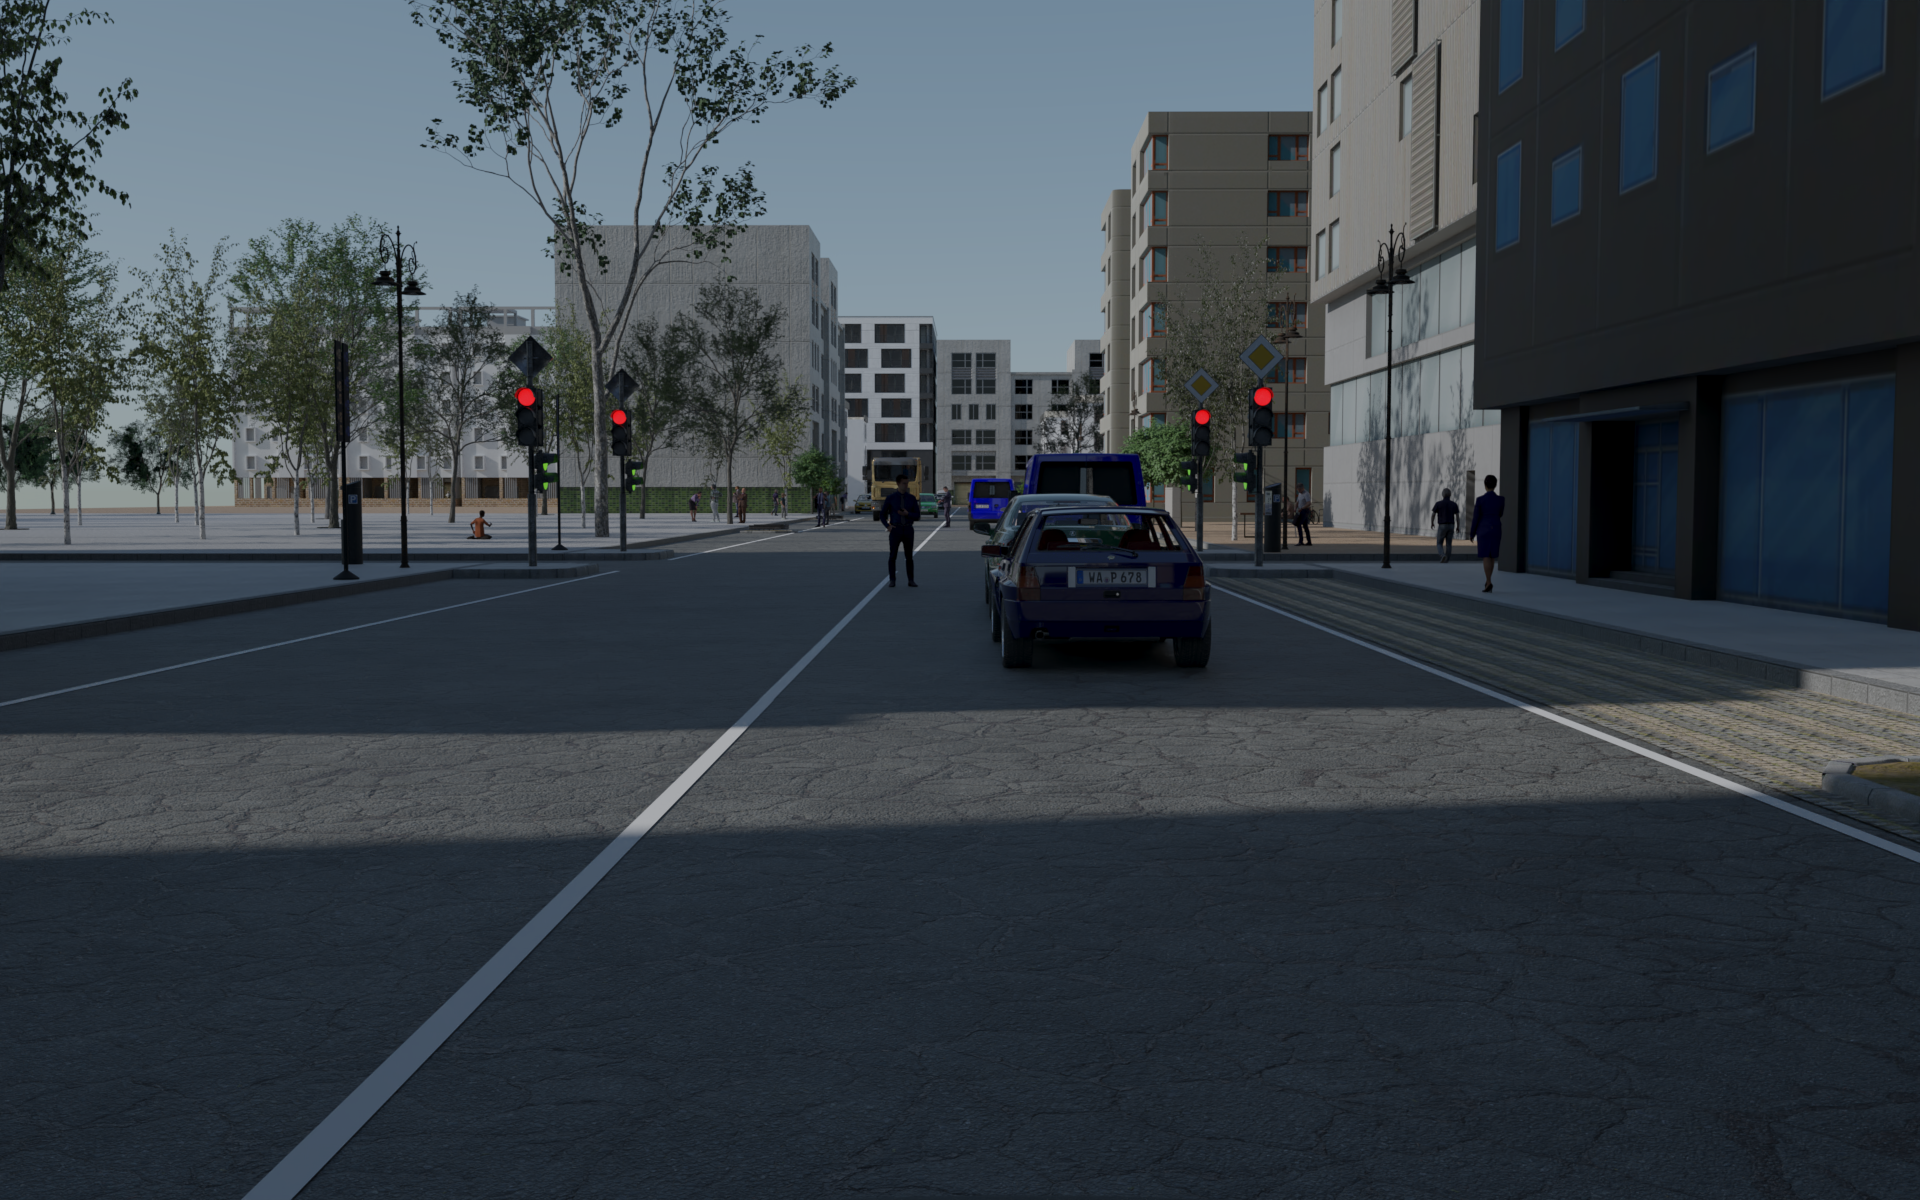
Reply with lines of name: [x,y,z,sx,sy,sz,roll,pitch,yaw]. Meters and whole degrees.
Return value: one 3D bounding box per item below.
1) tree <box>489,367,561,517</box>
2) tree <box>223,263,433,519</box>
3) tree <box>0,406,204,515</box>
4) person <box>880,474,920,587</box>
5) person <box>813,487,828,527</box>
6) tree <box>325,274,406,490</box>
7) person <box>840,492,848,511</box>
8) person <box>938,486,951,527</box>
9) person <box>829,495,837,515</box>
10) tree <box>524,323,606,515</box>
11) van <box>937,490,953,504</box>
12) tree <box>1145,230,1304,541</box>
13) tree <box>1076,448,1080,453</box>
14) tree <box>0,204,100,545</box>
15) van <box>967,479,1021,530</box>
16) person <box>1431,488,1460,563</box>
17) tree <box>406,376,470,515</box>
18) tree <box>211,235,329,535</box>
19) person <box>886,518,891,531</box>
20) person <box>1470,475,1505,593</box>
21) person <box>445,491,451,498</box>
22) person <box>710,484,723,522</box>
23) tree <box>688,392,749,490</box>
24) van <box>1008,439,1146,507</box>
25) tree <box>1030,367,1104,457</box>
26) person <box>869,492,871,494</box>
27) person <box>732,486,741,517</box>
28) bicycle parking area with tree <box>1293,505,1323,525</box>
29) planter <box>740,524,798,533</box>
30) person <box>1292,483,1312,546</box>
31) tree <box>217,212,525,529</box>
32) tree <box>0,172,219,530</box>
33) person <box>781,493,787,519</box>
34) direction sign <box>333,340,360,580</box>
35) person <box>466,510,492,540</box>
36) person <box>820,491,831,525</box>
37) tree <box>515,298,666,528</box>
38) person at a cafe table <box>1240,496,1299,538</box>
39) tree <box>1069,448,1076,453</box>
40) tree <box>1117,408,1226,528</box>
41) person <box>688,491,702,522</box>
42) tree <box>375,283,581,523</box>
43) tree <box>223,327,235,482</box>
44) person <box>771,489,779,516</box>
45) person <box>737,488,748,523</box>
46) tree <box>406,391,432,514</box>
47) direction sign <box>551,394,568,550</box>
tree: [-24.123,-9.001,97.521,4.360,8.622,3.978,0,3,0]
tree: [-31.980,-10.844,87.665,12.009,13.543,11.850,0,3,0]
tree: [-57.159,-8.702,105.186,11.467,7.101,20.602,2,4,34]
person: [-0.899,-1.068,26.675,0.576,1.737,0.504,-1,4,-21]
person: [-6.001,-3.983,74.439,0.655,1.722,0.431,2,4,25]
tree: [-20.740,-6.351,54.195,4.737,8.622,4.395,0,3,0]
person: [-8.623,-7.309,128.784,0.697,1.427,0.421,-3,5,-42]
person: [-0.659,-3.999,74.336,0.568,1.767,0.683,0,4,-4]
person: [-7.340,-5.524,98.944,0.598,1.807,0.434,1,4,10]
tree: [-25.131,-10.959,104.932,9.928,11.665,9.643,0,3,0]
van: [-1.729,-10.612,180.513,2.013,2.044,4.112,0,4,-1]
tree: [7.355,-5.946,47.583,4.360,8.622,3.978,0,3,0]
tree: [7.973,-5.401,72.027,4.285,4.588,4.351,0,3,0]
tree: [-22.438,-5.710,43.726,4.737,8.622,4.395,0,3,0]
van: [1.363,-4.041,70.451,2.240,2.365,5.245,0,4,2]
person: [9.529,-1.437,34.211,0.569,1.553,0.471,3,5,40]
tree: [-31.552,-9.397,103.997,4.360,8.622,3.978,0,3,0]
tree: [-21.179,-6.018,48.756,4.737,8.622,4.395,0,3,0]
person: [-2.651,-2.883,66.109,0.357,0.543,0.381,1,4,14]
person: [6.870,-0.872,22.668,0.453,1.535,0.546,-1,4,-18]
person: [-58.147,-11.470,196.770,1.217,1.736,0.721,1,4,11]
person: [-11.173,-4.416,78.961,0.376,1.734,0.841,2,4,32]
tree: [-15.445,-9.768,110.064,4.360,8.622,3.978,0,3,0]
van: [1.921,-1.459,28.235,2.240,2.365,5.245,0,4,1]
tree: [8.576,-11.744,126.432,7.601,10.594,8.767,1,4,13]
person: [-9.175,-10.779,182.269,1.348,1.826,0.705,-1,4,-11]
person: [-12.222,-5.387,94.938,0.431,1.722,0.655,1,4,18]
bicycle parking area with tree: [18.524,-5.303,73.713,8.231,4.147,9.016,2,4,35]
planter: [-7.037,-2.630,64.137,1.991,0.319,1.994,0,4,0]
person: [8.472,-2.109,42.744,0.590,1.554,0.614,-1,4,-13]
tree: [-23.499,-8.490,64.568,9.928,11.665,9.643,0,3,0]
tree: [-34.047,-8.316,61.726,9.928,11.665,9.643,0,3,0]
person: [-8.885,-4.749,87.600,0.340,1.345,0.435,0,4,0]
direction sign: [-9.219,-2.074,25.909,0.379,3.537,0.876,-1,4,-8]
person: [-13.514,-2.121,49.016,0.859,0.850,0.655,2,4,27]
person: [-6.157,-4.213,79.600,0.429,1.552,0.499,2,4,35]
tree: [-14.166,-6.974,64.383,4.737,8.622,4.395,0,3,0]
person at a cafe table: [9.135,-2.460,51.078,1.726,1.238,1.698,1,4,9]
tree: [8.108,-8.317,119.689,4.285,4.588,4.351,0,3,0]
tree: [8.526,-5.047,66.229,4.285,4.588,4.351,0,3,0]
person: [-12.231,-4.334,80.132,0.697,1.427,0.421,2,4,30]
tree: [-22.243,-8.691,76.513,7.601,10.594,8.767,1,4,10]
tree: [-31.350,-7.361,70.716,4.360,8.622,3.978,0,3,0]
person: [-11.027,-5.801,103.103,0.471,1.553,0.569,-1,4,-9]
person: [-9.486,-4.118,75.639,0.482,1.546,0.388,2,4,34]
tree: [-35.474,-9.804,110.660,4.737,8.622,4.395,0,3,0]
direction sign: [-9.168,-2.908,39.548,0.379,3.537,0.876,-1,4,-16]
